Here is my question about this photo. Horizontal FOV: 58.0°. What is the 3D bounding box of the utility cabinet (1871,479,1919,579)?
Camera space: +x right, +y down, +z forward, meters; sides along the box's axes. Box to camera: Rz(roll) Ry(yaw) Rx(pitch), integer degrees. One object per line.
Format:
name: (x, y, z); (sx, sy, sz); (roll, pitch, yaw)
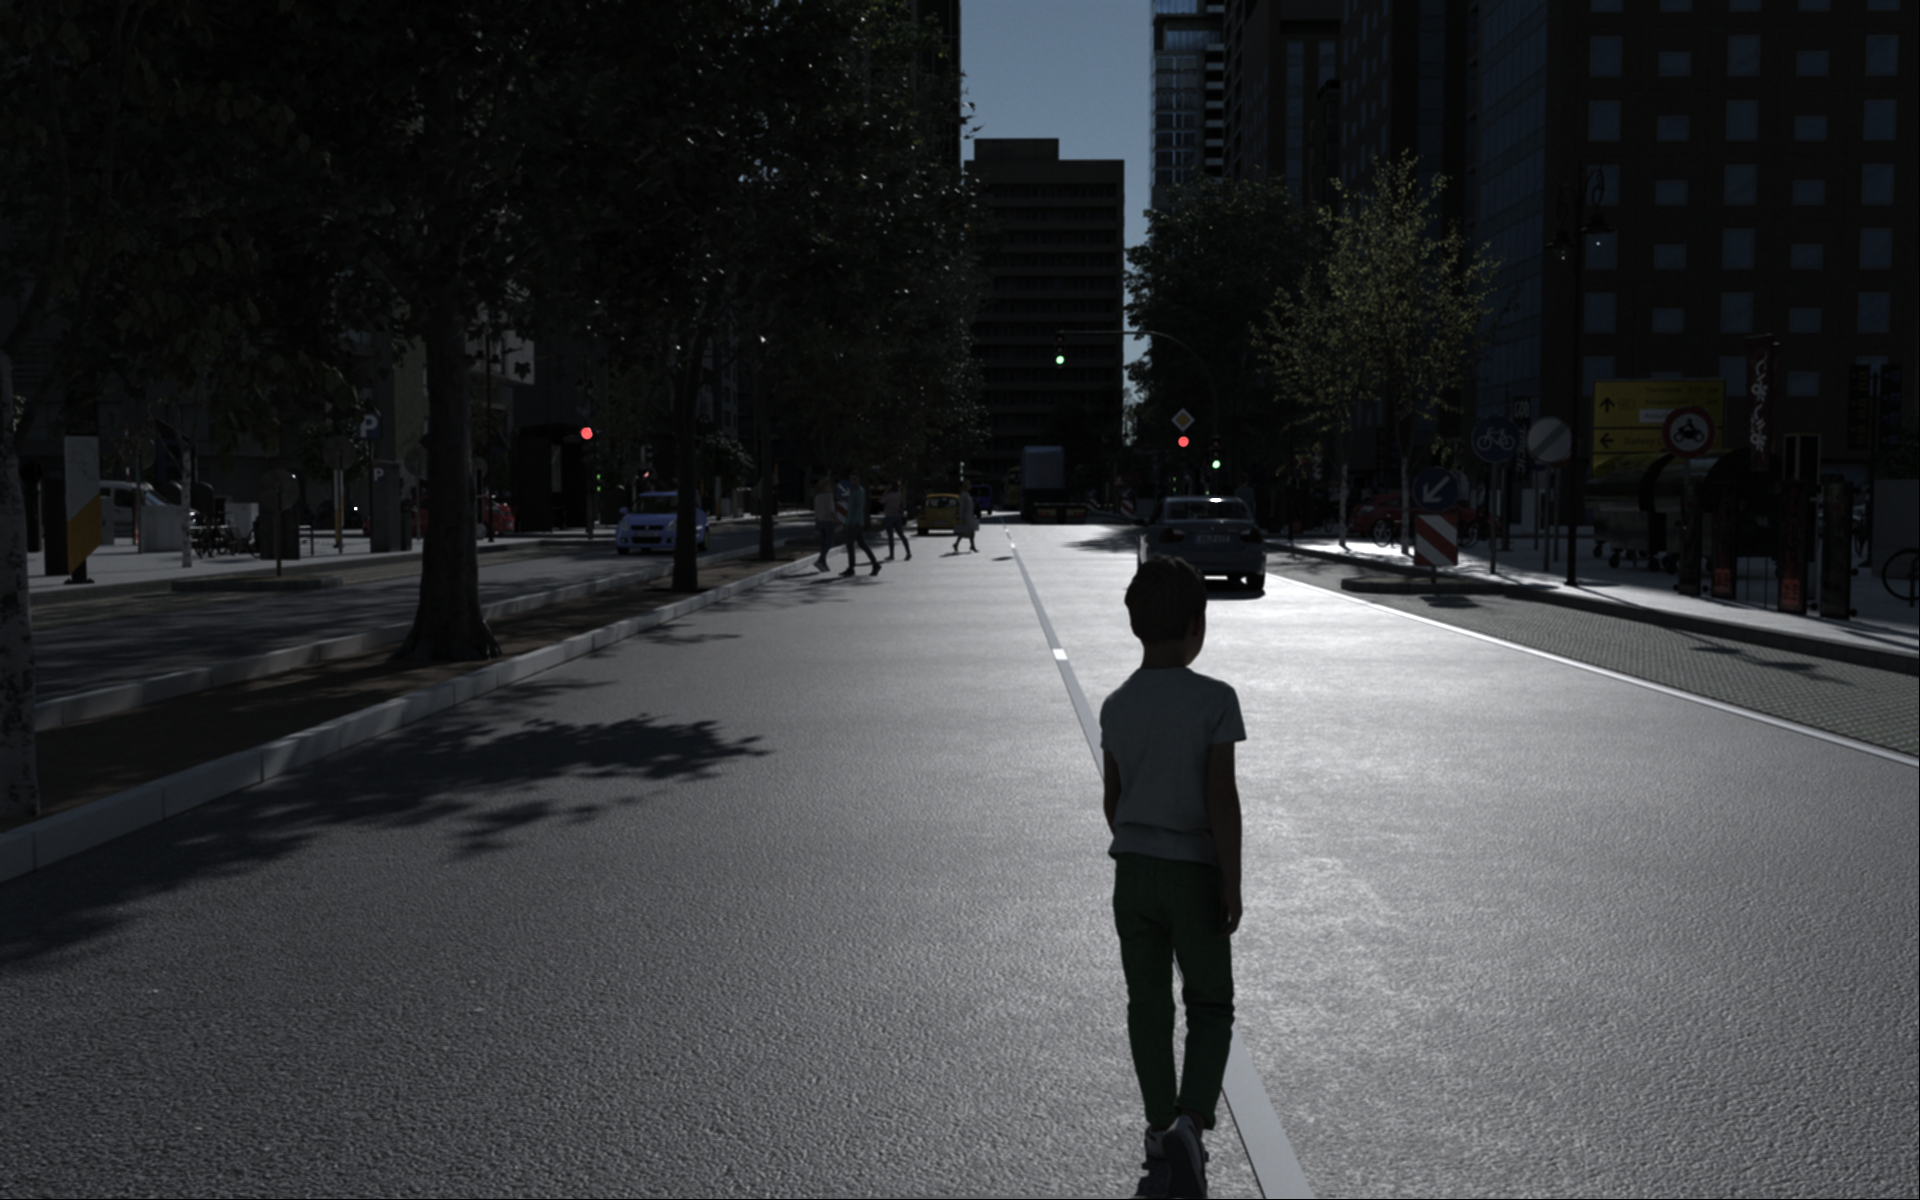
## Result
utility cabinet: (14.299, -1.065, 26.099); (0.318, 1.500, 1.173); (-1, 4, -9)

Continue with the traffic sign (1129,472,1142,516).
traffic sign: (10.165, -6.112, 100.036); (0.768, 2.556, 0.104); (1, 4, 11)

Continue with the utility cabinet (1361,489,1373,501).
utility cabinet: (18.501, -4.282, 78.692); (0.318, 1.500, 1.173); (2, 4, 23)

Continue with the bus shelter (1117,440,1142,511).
bus shelter: (12.410, -9.077, 126.035); (2.179, 5.291, 8.768); (0, 4, 1)

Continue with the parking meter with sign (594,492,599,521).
parking meter with sign: (-17.564, -5.256, 82.195); (0.543, 3.016, 1.738); (3, 5, 44)

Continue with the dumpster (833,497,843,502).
dumpster: (-9.057, -6.904, 121.090); (1.865, 1.857, 1.264); (0, 4, 2)

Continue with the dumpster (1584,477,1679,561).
dumpster: (13.352, -1.932, 34.089); (1.502, 2.255, 1.985); (0, 4, 1)

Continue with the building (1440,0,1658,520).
building: (30.561, -27.609, 101.512); (14.600, 45.320, 14.200); (0, 4, 1)

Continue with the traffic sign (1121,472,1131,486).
traffic sign: (9.868, -6.230, 101.969); (0.768, 2.556, 0.104); (1, 4, 10)

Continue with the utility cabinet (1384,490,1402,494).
utility cabinet: (22.765, -5.001, 90.447); (1.173, 1.500, 0.318); (2, 4, 31)

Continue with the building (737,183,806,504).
building: (-35.475, -35.819, 240.258); (28.867, 44.769, 22.147); (0, 4, 1)

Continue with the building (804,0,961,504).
building: (-10.286, -48.945, 238.507); (20.611, 71.187, 20.563); (0, 4, 1)

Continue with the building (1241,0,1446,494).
building: (32.433, -30.594, 150.328); (14.600, 45.320, 14.200); (0, 4, 1)

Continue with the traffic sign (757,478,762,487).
traffic sign: (-14.242, -7.642, 124.943); (0.884, 2.594, 0.081); (0, 4, 2)

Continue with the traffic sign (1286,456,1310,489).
traffic sign: (11.132, -3.488, 57.134); (0.768, 2.556, 0.104); (0, 4, 4)

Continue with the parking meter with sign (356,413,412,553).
parking meter with sign: (-12.674, -2.570, 38.280); (0.543, 3.016, 1.738); (0, 4, 5)

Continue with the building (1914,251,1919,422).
building: (61.457, -32.902, 79.951); (28.212, 58.520, 21.231); (0, 4, 1)

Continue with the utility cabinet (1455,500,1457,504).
utility cabinet: (26.016, -4.918, 91.574); (0.306, 1.237, 1.020); (2, 4, 26)

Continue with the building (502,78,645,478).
building: (-34.892, -43.002, 141.330); (20.563, 71.187, 20.611); (0, 4, 1)

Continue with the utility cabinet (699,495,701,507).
utility cabinet: (-16.235, -5.782, 105.689); (1.020, 1.237, 0.306); (-3, 4, -38)

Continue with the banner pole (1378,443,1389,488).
banner pole: (20.592, -5.759, 84.178); (0.863, 3.779, 0.401); (-2, 4, -31)

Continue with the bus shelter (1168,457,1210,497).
bus shelter: (12.939, -6.322, 97.286); (2.014, 3.302, 5.546); (0, 4, 1)

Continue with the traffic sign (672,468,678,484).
traffic sign: (-13.719, -5.159, 84.450); (0.768, 2.556, 0.104); (1, 4, 10)

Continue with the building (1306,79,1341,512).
building: (31.859, -21.551, 124.058); (14.160, 30.474, 14.107); (0, 4, 1)

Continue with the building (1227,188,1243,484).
building: (32.502, -24.078, 165.371); (14.160, 30.474, 14.107); (0, 4, 1)

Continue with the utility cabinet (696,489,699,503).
utility cabinet: (-12.818, -4.493, 82.145); (0.318, 1.500, 1.173); (-3, 5, -42)

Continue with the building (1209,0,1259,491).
building: (36.891, -45.451, 181.380); (20.563, 71.187, 20.611); (0, 4, 1)

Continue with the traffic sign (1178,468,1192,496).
traffic sign: (10.880, -5.140, 84.143); (0.768, 2.556, 0.104); (1, 4, 8)

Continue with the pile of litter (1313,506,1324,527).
pile of litter: (13.428, -3.258, 67.226); (1.719, 0.858, 1.176); (-2, 4, -30)

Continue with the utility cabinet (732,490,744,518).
utility cabinet: (-11.583, -5.001, 90.448); (0.318, 1.500, 1.173); (0, 4, 8)

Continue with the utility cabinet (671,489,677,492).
utility cabinet: (-13.048, -4.402, 80.657); (0.318, 1.500, 1.173); (2, 4, 25)

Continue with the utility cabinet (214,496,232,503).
utility cabinet: (-29.864, -3.585, 69.772); (1.020, 1.237, 0.306); (-1, 4, -17)

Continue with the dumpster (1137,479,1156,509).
dumpster: (11.875, -6.546, 109.523); (1.502, 2.255, 1.985); (0, 4, 1)

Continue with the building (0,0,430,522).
building: (-32.927, -24.047, 76.759); (14.154, 41.232, 14.086); (0, 4, 1)

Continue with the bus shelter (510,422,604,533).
bus shelter: (-13.859, -4.198, 59.921); (1.731, 3.624, 6.357); (0, 4, 1)

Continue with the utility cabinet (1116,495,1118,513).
utility cabinet: (11.057, -6.614, 119.308); (1.020, 1.237, 0.306); (1, 4, 13)

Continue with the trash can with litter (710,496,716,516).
trash can with litter: (-14.212, -5.510, 101.471); (1.055, 1.170, 0.624); (-1, 4, -19)

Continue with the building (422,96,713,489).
building: (-38.892, -35.274, 165.976); (28.713, 52.752, 27.495); (0, 4, 1)

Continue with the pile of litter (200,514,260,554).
pile of litter: (-15.510, -1.473, 38.043); (1.176, 0.858, 1.719); (3, 5, 44)

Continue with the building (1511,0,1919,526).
building: (30.903, -25.967, 74.664); (14.200, 45.320, 14.600); (0, 4, 1)

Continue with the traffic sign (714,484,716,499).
traffic sign: (-15.423, -6.672, 109.192); (0.768, 2.556, 0.104); (0, 4, 4)

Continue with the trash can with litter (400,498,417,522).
trash can with litter: (-15.327, -2.179, 47.007); (1.055, 1.170, 0.624); (-3, 5, -42)

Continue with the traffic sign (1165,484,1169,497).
traffic sign: (13.687, -6.950, 113.643); (0.884, 2.594, 0.081); (0, 4, 4)

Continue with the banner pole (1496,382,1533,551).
banner pole: (12.437, -2.986, 38.830); (0.863, 3.779, 0.401); (-1, 4, -14)

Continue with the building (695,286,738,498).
building: (-31.536, -25.406, 187.085); (14.107, 30.474, 14.160); (0, 4, 1)

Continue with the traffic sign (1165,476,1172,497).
traffic sign: (12.973, -6.529, 106.854); (0.768, 2.556, 0.104); (0, 4, 1)

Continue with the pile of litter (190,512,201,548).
pile of litter: (-17.956, -1.679, 41.409); (1.719, 0.858, 1.176); (2, 4, 25)

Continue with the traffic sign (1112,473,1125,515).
traffic sign: (9.966, -6.632, 108.432); (0.884, 2.594, 0.081); (1, 4, 9)

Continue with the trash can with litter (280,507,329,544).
trash can with litter: (-17.566, -2.077, 45.014); (1.678, 1.210, 2.233); (-3, 5, -42)

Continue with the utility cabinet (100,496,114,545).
utility cabinet: (-21.637, -1.962, 43.248); (0.306, 1.237, 1.020); (1, 4, 21)
